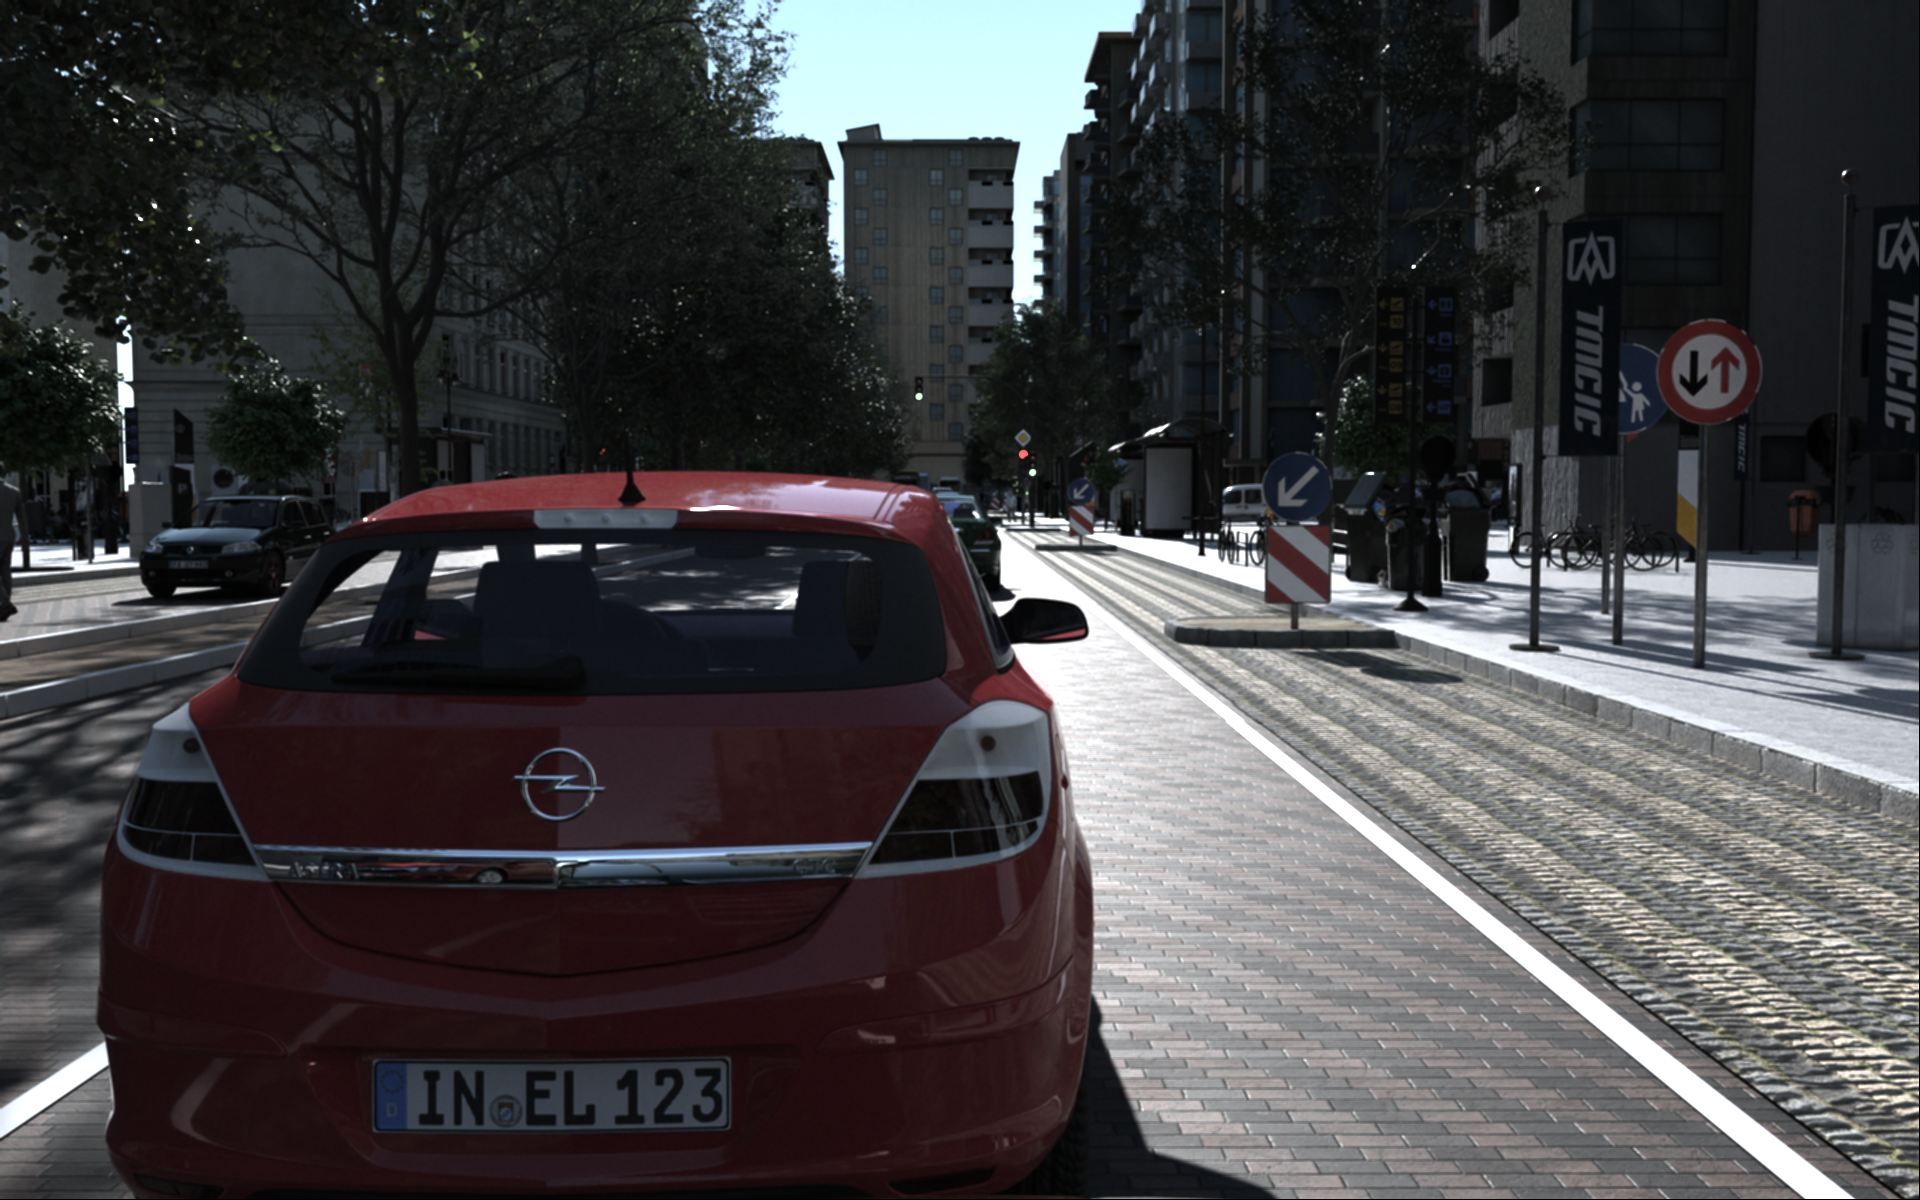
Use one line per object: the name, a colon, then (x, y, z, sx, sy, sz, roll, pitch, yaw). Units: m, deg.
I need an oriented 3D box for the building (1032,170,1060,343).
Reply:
building: (25.733, -38.696, 252.285, 30.456, 49.044, 23.786, 0, 4, 0)

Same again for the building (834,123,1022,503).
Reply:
building: (-3.301, -40.693, 254.561, 27.495, 52.752, 28.713, 0, 4, 0)

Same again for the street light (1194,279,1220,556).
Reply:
street light: (5.026, -3.856, 35.830, 0.468, 5.910, 1.993, 0, 4, 0)

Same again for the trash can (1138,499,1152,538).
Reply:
trash can: (5.639, -2.422, 51.246, 0.748, 1.137, 0.748, 0, 3, 0)

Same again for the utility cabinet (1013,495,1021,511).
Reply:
utility cabinet: (4.456, -7.427, 132.600, 1.020, 1.237, 0.306, 2, 4, 27)

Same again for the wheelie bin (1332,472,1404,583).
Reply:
wheelie bin: (6.072, -1.071, 25.426, 0.693, 1.594, 0.980, -1, 4, -19)

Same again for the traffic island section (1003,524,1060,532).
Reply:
traffic island section: (2.786, -2.717, 66.709, 2.009, 0.180, 2.903, 0, 4, 0)

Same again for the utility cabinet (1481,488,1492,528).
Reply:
utility cabinet: (19.117, -3.393, 64.159, 1.173, 1.500, 0.318, -1, 4, -22)

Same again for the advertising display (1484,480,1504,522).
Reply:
advertising display: (24.823, -4.607, 80.544, 0.123, 1.923, 0.974, -3, 5, -39)

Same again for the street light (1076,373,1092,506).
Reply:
street light: (4.725, -5.712, 66.183, 0.468, 5.910, 1.993, 0, 4, 0)

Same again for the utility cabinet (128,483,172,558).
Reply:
utility cabinet: (-16.299, -1.601, 34.862, 0.318, 1.500, 1.173, 0, 4, 2)

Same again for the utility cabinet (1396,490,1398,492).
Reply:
utility cabinet: (20.008, -4.336, 79.574, 1.173, 1.500, 0.318, 2, 4, 33)

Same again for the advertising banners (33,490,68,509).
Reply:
advertising banners: (-32.860, -4.123, 63.604, 2.074, 3.025, 0.090, -2, 4, -32)

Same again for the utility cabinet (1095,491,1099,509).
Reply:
utility cabinet: (9.339, -6.984, 122.872, 1.173, 1.500, 0.318, -1, 4, -14)

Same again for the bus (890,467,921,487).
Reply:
bus: (-5.020, -10.253, 159.185, 2.896, 3.916, 12.252, 0, 4, -1)

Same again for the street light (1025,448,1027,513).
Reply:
street light: (4.516, -8.926, 118.730, 0.468, 5.910, 1.993, 0, 4, 0)

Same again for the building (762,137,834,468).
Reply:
building: (-30.797, -40.699, 254.666, 27.495, 52.752, 28.713, 0, 4, 0)

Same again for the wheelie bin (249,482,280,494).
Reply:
wheelie bin: (-18.144, -2.287, 45.292, 0.980, 1.594, 0.693, -1, 4, -22)

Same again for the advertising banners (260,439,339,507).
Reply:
advertising banners: (-16.644, -2.911, 43.776, 2.074, 3.025, 0.090, 0, 4, 1)

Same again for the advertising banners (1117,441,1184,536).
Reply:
advertising banners: (5.847, -3.472, 52.959, 2.074, 3.025, 0.090, 0, 4, -8)

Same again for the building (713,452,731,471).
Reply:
building: (-31.477, -30.233, 177.904, 14.154, 41.232, 14.086, 0, 4, 0)

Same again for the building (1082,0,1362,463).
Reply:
building: (23.135, -31.174, 164.318, 22.147, 44.769, 28.867, 0, 4, 0)

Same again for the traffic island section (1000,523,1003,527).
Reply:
traffic island section: (2.742, -3.206, 74.694, 2.009, 0.180, 2.903, 0, 4, 0)

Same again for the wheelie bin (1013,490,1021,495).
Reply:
wheelie bin: (4.734, -8.523, 147.265, 0.980, 1.594, 0.693, 1, 4, 15)

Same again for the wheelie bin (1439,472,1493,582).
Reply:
wheelie bin: (7.434, -1.078, 25.534, 0.693, 1.594, 0.980, 0, 4, 1)

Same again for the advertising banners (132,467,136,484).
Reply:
advertising banners: (-53.209, -7.130, 112.759, 0.090, 3.025, 2.074, 1, 4, 10)

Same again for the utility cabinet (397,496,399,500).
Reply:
utility cabinet: (-40.419, -6.939, 124.621, 1.020, 1.237, 0.306, 2, 4, 27)

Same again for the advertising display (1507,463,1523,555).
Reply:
advertising display: (11.759, -1.927, 36.719, 0.123, 1.923, 0.974, 0, 4, 7)

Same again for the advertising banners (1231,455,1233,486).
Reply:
advertising banners: (12.231, -4.977, 77.562, 0.090, 3.025, 2.074, 1, 4, 13)

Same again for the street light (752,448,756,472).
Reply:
street light: (-16.083, -10.002, 136.313, 0.468, 5.910, 1.993, 0, 4, 0)

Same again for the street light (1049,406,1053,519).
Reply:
street light: (4.648, -7.047, 88.006, 0.468, 5.910, 1.993, 0, 4, 0)

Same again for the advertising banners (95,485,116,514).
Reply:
advertising banners: (-27.766, -3.647, 55.809, 0.090, 3.025, 2.074, 0, 4, 8)

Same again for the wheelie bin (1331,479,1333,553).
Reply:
wheelie bin: (8.263, -1.802, 37.366, 0.980, 1.594, 0.693, 0, 4, -6)

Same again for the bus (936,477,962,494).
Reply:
bus: (-1.179, -12.210, 194.492, 2.948, 3.499, 13.247, 0, 4, -1)

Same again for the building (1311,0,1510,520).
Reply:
building: (27.243, -26.861, 93.796, 28.867, 44.769, 22.147, 0, 4, 0)

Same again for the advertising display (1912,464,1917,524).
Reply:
advertising display: (20.722, -1.924, 36.676, 0.974, 1.923, 0.123, 1, 4, 14)

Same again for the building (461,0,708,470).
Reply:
building: (-35.191, -32.792, 159.851, 21.300, 48.544, 21.600, 0, 4, 0)

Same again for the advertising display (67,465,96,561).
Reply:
advertising display: (-17.101, -1.745, 33.747, 0.123, 1.923, 0.974, 0, 4, -5)

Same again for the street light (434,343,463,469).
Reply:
street light: (-15.662, -4.914, 53.136, 0.468, 5.910, 1.993, 0, 4, 0)

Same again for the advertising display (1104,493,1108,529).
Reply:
advertising display: (5.362, -3.564, 63.482, 0.123, 1.923, 0.974, 0, 4, 4)

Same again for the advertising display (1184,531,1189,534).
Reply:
advertising display: (7.102, -3.086, 55.664, 0.123, 1.923, 0.974, -2, 4, -27)

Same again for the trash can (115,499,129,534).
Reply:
trash can: (-26.520, -2.663, 55.195, 0.748, 1.137, 0.748, 0, 3, 0)

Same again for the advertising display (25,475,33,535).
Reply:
advertising display: (-29.220, -3.003, 54.319, 0.123, 1.923, 0.974, -3, 4, -37)

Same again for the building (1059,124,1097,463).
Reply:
building: (19.405, -34.265, 210.347, 14.600, 45.320, 14.200, 0, 4, 0)

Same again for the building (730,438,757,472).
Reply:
building: (-39.148, -21.996, 204.672, 28.899, 21.520, 27.650, 0, 4, 0)

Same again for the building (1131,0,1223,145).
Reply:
building: (25.131, -31.460, 133.978, 23.786, 49.044, 30.456, 0, 4, 0)
